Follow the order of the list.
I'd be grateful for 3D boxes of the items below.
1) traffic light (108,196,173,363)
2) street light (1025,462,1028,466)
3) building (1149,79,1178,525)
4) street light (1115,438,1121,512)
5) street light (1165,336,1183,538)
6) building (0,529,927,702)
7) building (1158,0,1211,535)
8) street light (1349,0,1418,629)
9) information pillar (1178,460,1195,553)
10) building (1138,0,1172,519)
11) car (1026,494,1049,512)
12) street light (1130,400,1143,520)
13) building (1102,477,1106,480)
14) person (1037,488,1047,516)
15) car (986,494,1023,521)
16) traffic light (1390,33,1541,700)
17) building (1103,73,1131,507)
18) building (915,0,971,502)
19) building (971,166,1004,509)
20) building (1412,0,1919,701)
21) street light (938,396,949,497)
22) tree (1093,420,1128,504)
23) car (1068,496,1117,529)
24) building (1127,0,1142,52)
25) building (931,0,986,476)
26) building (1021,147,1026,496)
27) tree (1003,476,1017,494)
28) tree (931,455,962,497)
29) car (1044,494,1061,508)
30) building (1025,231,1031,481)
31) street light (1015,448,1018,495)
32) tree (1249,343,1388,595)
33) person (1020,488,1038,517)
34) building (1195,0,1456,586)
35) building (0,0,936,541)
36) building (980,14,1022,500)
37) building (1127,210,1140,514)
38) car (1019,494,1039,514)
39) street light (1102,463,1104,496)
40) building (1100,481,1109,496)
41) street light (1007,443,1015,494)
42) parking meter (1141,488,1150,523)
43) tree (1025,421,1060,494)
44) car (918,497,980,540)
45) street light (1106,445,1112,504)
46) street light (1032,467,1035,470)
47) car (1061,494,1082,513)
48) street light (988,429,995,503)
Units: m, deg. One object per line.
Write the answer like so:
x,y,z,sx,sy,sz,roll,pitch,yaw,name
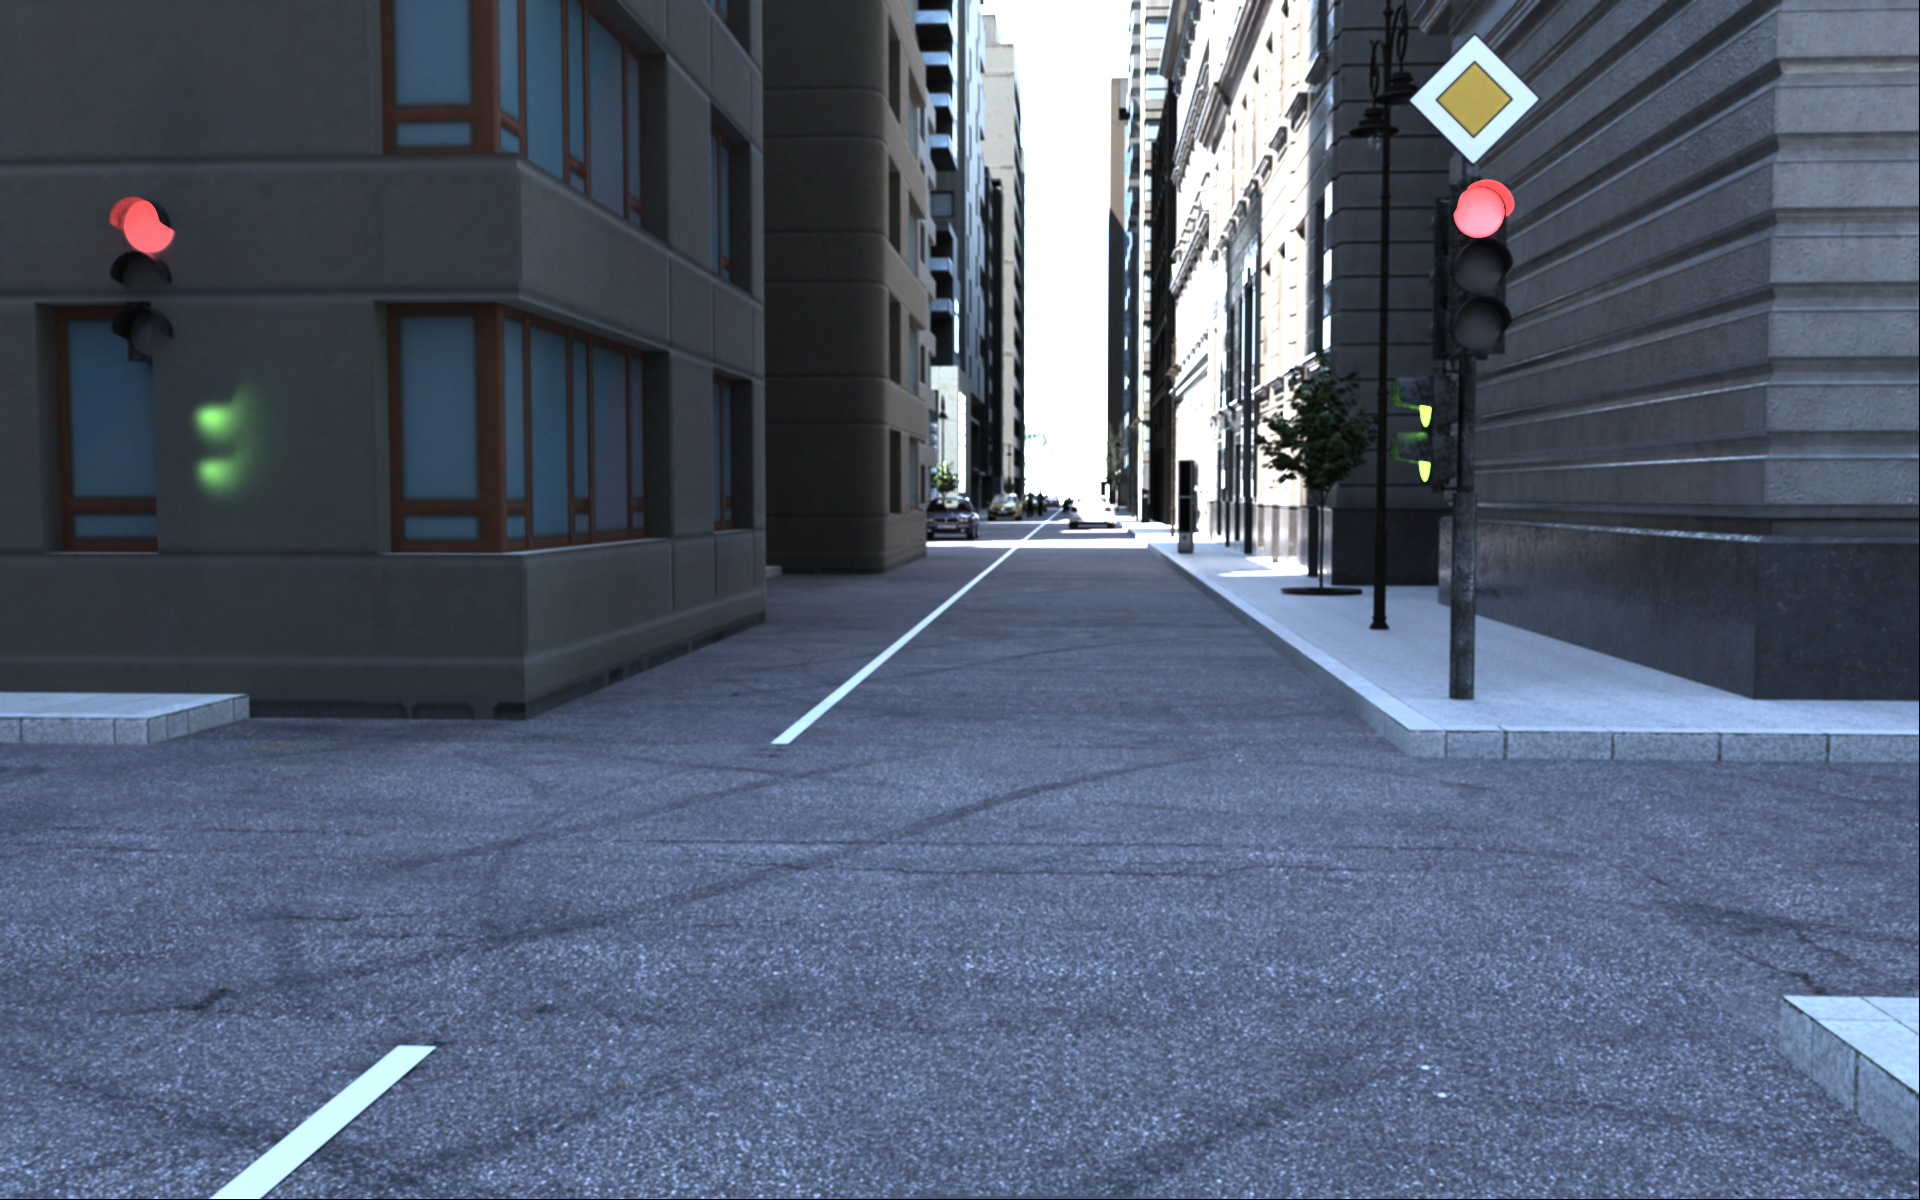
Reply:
-5.114,-1.369,11.307,0.839,4.253,0.868,0,4,4,traffic light
7.852,-14.268,206.073,0.468,5.910,1.993,0,4,4,street light
15.032,-15.154,77.452,12.332,23.373,15.834,0,4,4,building
11.572,-9.432,127.008,0.468,5.910,1.993,0,4,4,street light
6.259,-4.774,50.841,0.468,5.910,1.993,0,4,4,street light
-15.554,-11.047,25.654,27.650,21.520,28.899,0,4,4,building
12.982,-13.617,58.802,11.583,22.565,21.152,0,4,4,building
3.991,-2.662,16.310,0.468,5.910,1.993,0,4,4,street light
4.901,-2.022,37.546,0.304,2.012,0.304,1,4,17,information pillar
16.749,-25.070,93.490,14.154,41.232,14.086,0,4,4,building
6.107,-7.877,139.013,2.015,1.641,3.980,0,4,2,car
8.737,-6.870,85.113,0.468,5.910,1.993,0,4,4,street light
28.868,-35.772,204.478,23.786,49.044,30.456,0,4,4,building
5.317,-6.427,113.674,0.705,1.812,1.348,-2,4,-25,person
2.445,-5.114,93.844,2.015,1.641,3.980,0,4,5,car
3.129,-1.335,10.755,0.839,4.253,0.868,0,4,4,traffic light
22.548,-32.574,182.687,14.600,45.320,14.200,0,4,4,building
-10.165,-48.213,100.950,22.319,86.520,31.000,0,4,4,building
-3.469,-23.303,152.711,14.160,30.474,14.107,0,4,4,building
14.499,-11.336,14.223,19.941,23.489,11.050,0,4,4,building
-0.791,-6.581,80.379,0.468,5.910,1.993,0,4,4,street light
15.308,-13.505,171.165,4.360,8.622,3.978,0,3,0,tree
5.559,-3.694,72.764,2.083,1.381,4.827,0,4,6,car
25.276,-32.129,144.919,23.786,49.044,30.456,0,4,4,building
-12.093,-33.175,131.649,28.713,52.752,27.495,0,4,4,building
0.283,-31.496,198.546,14.154,41.232,14.086,0,4,4,building
4.611,-10.230,161.859,1.663,3.219,1.824,0,3,0,tree
-0.693,-5.576,85.773,1.663,3.219,1.824,0,3,0,tree
9.357,-10.320,177.766,2.155,1.783,4.494,0,4,6,car
-2.951,-36.817,221.573,23.786,49.044,30.456,0,4,4,building
5.518,-12.170,171.769,0.468,5.910,1.993,0,4,4,street light
4.544,-1.697,22.355,1.663,3.219,1.824,0,3,0,tree
4.383,-6.137,108.856,1.348,1.823,0.705,2,4,34,person
11.674,-14.550,35.159,12.463,27.353,25.104,0,4,4,building
-15.879,-13.462,65.150,27.650,21.520,28.899,0,4,4,building
-4.605,-34.055,180.505,21.300,48.544,21.600,0,4,4,building
25.427,-16.533,115.354,27.650,21.520,28.899,0,4,4,building
5.174,-7.253,128.804,2.015,1.641,3.980,0,4,3,car
14.938,-12.436,176.111,0.468,5.910,1.993,0,4,4,street light
35.006,-33.008,231.563,32.217,40.220,23.993,0,4,4,building
4.493,-11.305,157.626,0.468,5.910,1.993,0,4,4,street light
8.122,-4.123,75.826,0.372,1.533,0.369,0,3,0,parking meter
10.447,-19.586,245.986,9.928,11.665,9.643,0,3,0,tree
-0.327,-2.615,55.336,1.945,1.354,3.894,0,4,3,car
14.031,-11.539,161.444,0.468,5.910,1.993,0,4,4,street light
10.258,-16.371,240.445,0.468,5.910,1.993,0,4,4,street light
8.806,-7.588,133.851,2.009,1.686,4.222,0,4,4,car
2.183,-9.194,123.106,0.468,5.910,1.993,0,4,4,street light
